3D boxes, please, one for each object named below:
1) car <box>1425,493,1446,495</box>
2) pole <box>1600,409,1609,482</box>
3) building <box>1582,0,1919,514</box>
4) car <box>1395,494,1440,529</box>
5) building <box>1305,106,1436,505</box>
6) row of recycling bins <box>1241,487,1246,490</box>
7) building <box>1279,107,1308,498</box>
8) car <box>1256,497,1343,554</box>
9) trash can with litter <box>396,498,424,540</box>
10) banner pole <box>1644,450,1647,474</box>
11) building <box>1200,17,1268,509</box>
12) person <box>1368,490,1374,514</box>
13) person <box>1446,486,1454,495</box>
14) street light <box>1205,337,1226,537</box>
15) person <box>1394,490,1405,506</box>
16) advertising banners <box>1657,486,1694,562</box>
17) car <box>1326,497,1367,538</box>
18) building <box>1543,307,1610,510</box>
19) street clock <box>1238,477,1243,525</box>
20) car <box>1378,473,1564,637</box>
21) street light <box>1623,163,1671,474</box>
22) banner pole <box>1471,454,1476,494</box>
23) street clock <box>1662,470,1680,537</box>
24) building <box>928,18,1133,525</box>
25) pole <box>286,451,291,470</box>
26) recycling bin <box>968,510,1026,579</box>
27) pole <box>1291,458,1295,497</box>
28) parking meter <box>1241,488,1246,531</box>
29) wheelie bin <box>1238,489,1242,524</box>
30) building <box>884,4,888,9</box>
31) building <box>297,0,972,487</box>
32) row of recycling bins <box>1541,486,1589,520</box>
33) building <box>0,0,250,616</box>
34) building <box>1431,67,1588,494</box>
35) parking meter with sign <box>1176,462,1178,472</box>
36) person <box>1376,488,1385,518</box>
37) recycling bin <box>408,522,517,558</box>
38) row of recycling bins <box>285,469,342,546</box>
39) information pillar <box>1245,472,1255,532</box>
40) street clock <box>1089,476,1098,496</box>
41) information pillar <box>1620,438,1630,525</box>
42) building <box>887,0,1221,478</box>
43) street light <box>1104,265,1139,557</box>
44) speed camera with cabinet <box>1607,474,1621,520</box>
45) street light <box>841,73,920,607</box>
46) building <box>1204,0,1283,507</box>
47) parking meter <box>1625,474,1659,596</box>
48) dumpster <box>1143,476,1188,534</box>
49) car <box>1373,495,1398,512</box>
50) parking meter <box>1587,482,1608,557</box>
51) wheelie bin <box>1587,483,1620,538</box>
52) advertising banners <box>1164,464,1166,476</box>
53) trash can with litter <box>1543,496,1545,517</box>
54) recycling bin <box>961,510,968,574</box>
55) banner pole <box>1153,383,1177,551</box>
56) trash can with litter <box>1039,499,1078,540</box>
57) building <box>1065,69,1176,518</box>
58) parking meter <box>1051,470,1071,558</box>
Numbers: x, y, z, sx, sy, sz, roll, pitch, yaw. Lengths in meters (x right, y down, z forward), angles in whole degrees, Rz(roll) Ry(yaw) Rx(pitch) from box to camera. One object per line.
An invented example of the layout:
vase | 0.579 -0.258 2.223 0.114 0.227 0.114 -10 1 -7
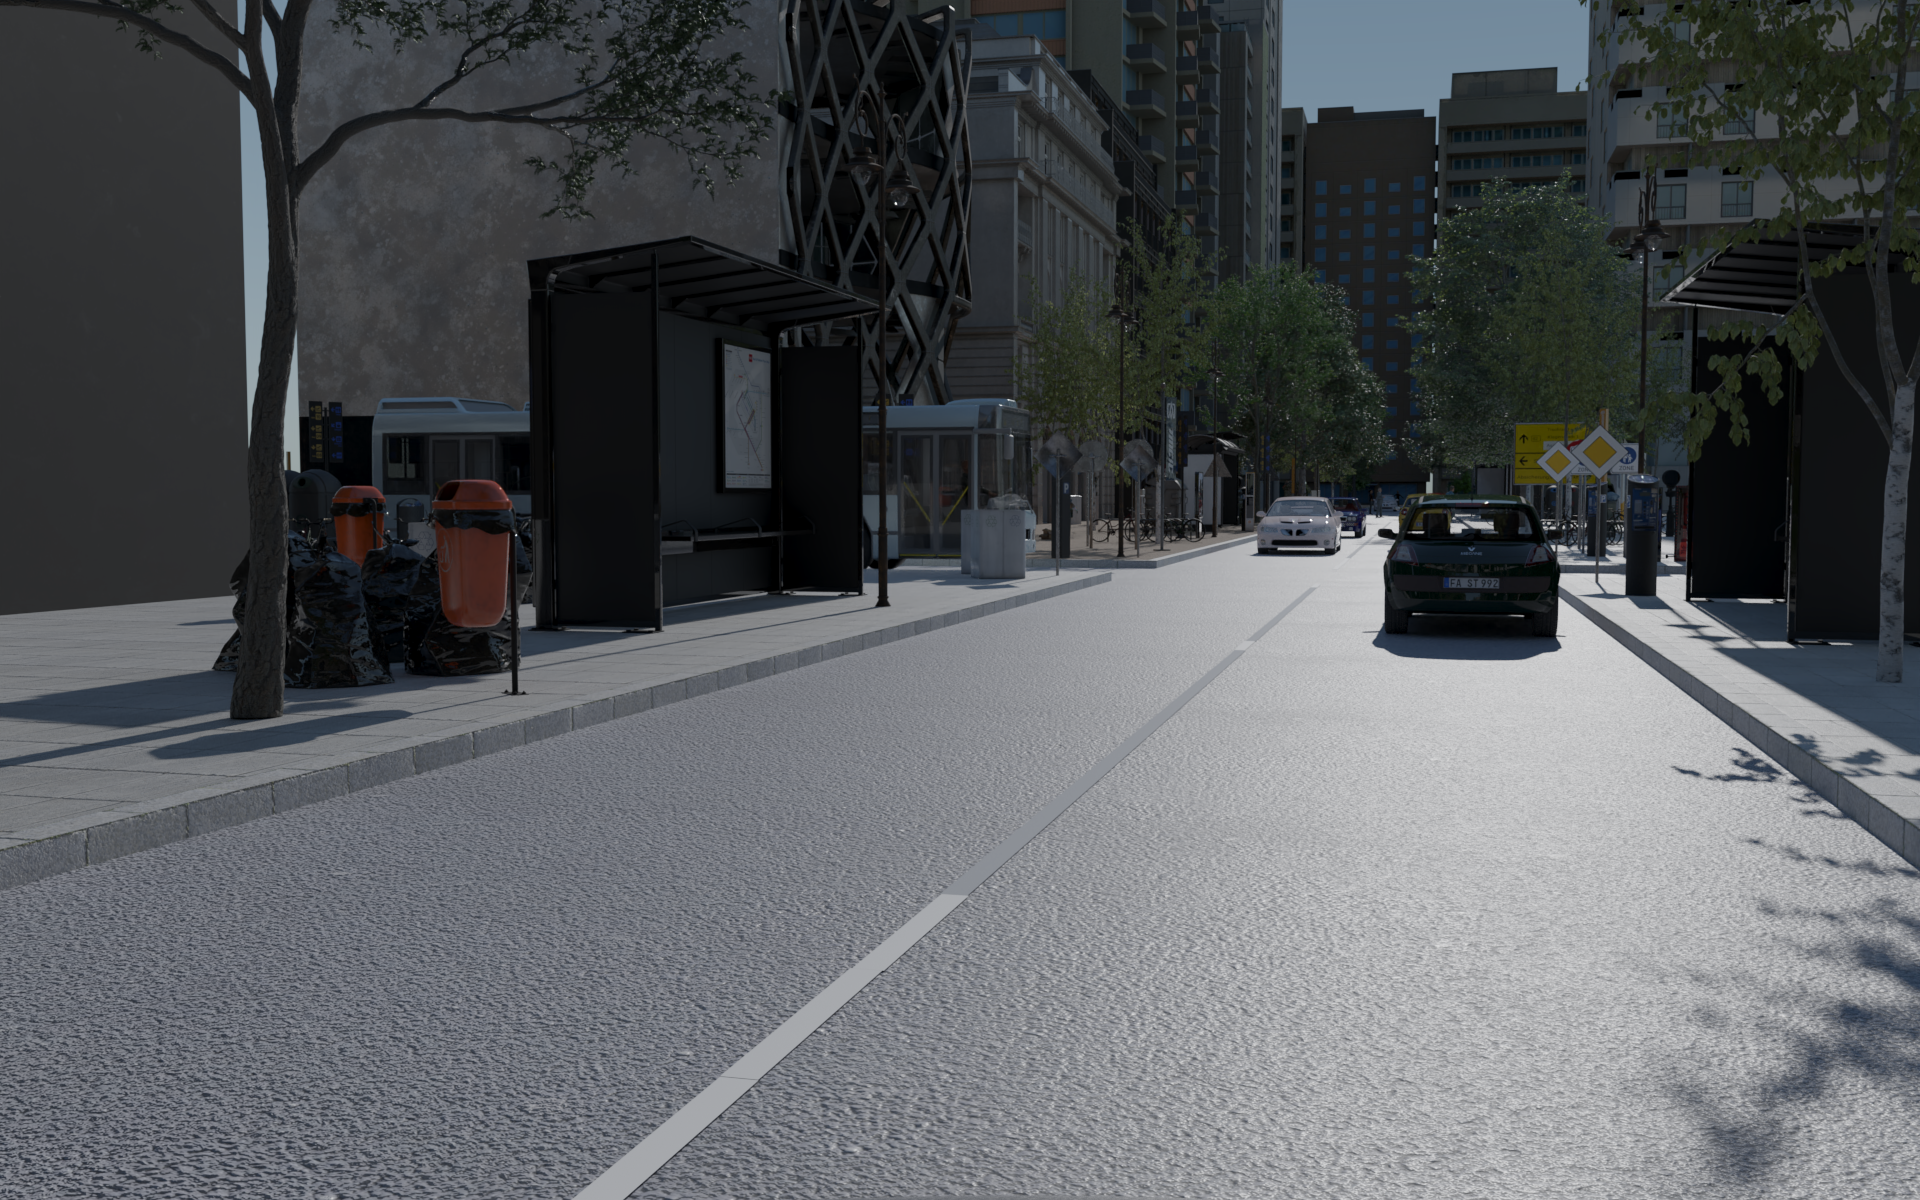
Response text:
car | 24.607 -4.944 89.870 2.155 1.783 4.494 1 4 15
pole | 15.396 -2.914 41.488 0.158 3.312 0.155 0 3 0
building | 59.862 -32.660 123.225 28.713 52.752 27.495 1 4 15
car | 15.767 -2.966 58.721 2.015 1.641 3.980 1 4 15
building | 47.968 -33.792 202.617 14.200 45.320 14.600 1 4 15
row of recycling bins | 16.038 -5.914 103.806 1.069 1.692 3.534 -3 5 -41
building | 31.401 -35.870 210.168 21.600 48.544 21.300 1 4 15
car | 8.412 -1.858 42.740 2.083 1.381 4.827 1 4 15
trash can with litter | -8.902 -1.115 29.290 1.678 1.210 2.233 2 4 33
banner pole | 34.273 -5.940 87.136 0.863 3.779 0.401 -3 4 -36
building | 18.159 -28.306 146.401 14.154 41.232 14.086 1 4 15
person | 29.050 -6.898 122.113 0.721 1.723 1.217 1 4 18
person | 21.229 -4.052 75.090 0.444 1.785 0.601 -1 4 -21
street light | 7.542 -4.798 51.234 0.468 5.910 1.993 1 4 15
person | 40.176 -9.164 158.858 1.217 1.766 0.721 2 4 33
advertising banners | 13.747 -2.239 32.788 2.074 3.025 0.090 -1 4 -11
car | 12.690 -2.784 58.092 1.945 1.354 3.894 1 4 16
building | 66.367 -18.748 151.575 27.650 21.520 28.899 1 4 15
street clock | 11.355 -4.064 71.022 0.471 2.002 0.358 2 4 35
car | 5.568 -0.558 18.914 2.009 1.686 4.222 1 4 16
street light | 9.699 -3.168 24.589 0.468 5.910 1.993 1 4 15
banner pole | 28.630 -6.519 96.603 0.401 3.779 0.863 0 4 1
street clock | 21.282 -2.893 51.873 0.471 2.002 0.358 0 4 3
building | -0.582 -14.575 80.097 13.314 21.916 24.055 1 4 15
pole | -32.082 -5.443 82.830 0.158 3.312 0.155 0 3 0
recycling bin | 0.580 -0.851 26.474 0.722 1.027 0.722 -1 4 -11
pole | 19.004 -6.422 98.839 0.158 3.312 0.155 0 3 0
parking meter | 9.962 -3.163 60.126 0.372 1.533 0.369 0 3 0
wheelie bin | 11.694 -4.014 73.538 0.693 1.594 0.980 3 5 40
building | -8.756 -55.508 220.229 31.000 86.520 22.319 1 4 15
building | -8.360 -11.423 54.219 16.820 18.784 16.811 1 4 15
row of recycling bins | 30.018 -4.844 86.319 3.534 1.692 1.069 1 4 14
building | -18.295 -11.493 17.594 15.834 23.373 12.332 1 4 15
building | 66.022 -35.294 200.751 21.600 48.544 21.300 1 4 15
parking meter with sign | 12.243 -5.976 93.969 0.543 3.016 1.738 2 4 25
person | 25.575 -5.906 105.240 0.590 1.801 0.661 1 4 21
recycling bin | -4.416 -0.176 15.427 0.722 1.027 0.722 1 4 11
row of recycling bins | -11.903 -1.392 29.880 3.534 1.692 1.069 2 4 34
information pillar | 9.867 -3.330 58.935 0.304 2.012 0.304 1 4 11
street clock | 5.381 -3.988 69.768 0.358 2.002 0.471 1 4 9
information pillar | 27.665 -4.933 72.009 0.504 3.616 0.183 -2 4 -33
building | 6.943 -28.839 126.136 22.147 44.769 28.867 1 4 15
street light | 3.283 -3.816 35.176 0.468 5.910 1.993 1 4 15
speed camera with cabinet | 30.910 -5.281 80.684 2.038 3.252 0.660 -3 4 -38
street light | -0.879 -2.863 19.604 0.468 5.910 1.993 1 4 15
building | 19.823 -44.547 166.599 20.611 71.187 20.563 1 4 15
parking meter | 8.620 -0.824 21.886 0.372 1.533 0.369 0 3 0
dumpster | 6.648 -3.080 56.122 1.264 1.857 1.865 1 4 15
car | 35.159 -8.002 143.187 2.083 1.381 4.827 1 4 13
parking meter | 13.076 -1.660 35.545 0.372 1.533 0.369 0 3 0
wheelie bin | 18.951 -2.640 51.065 0.980 1.594 0.693 3 5 44
advertising banners | 12.562 -6.331 99.704 2.074 3.025 0.090 2 4 30
trash can with litter | 30.152 -4.790 89.704 0.624 1.170 1.055 1 4 21
recycling bin | 0.499 -0.934 27.820 0.722 1.027 0.722 3 4 38
banner pole | 4.707 -3.013 39.286 0.401 3.779 0.863 3 4 36
trash can with litter | 2.761 -2.293 48.879 1.055 1.170 0.624 -3 5 -42
building | 5.133 -16.499 99.442 12.332 23.373 15.834 1 4 15
parking meter | 2.024 -1.772 34.685 0.255 1.863 0.399 2 4 33
